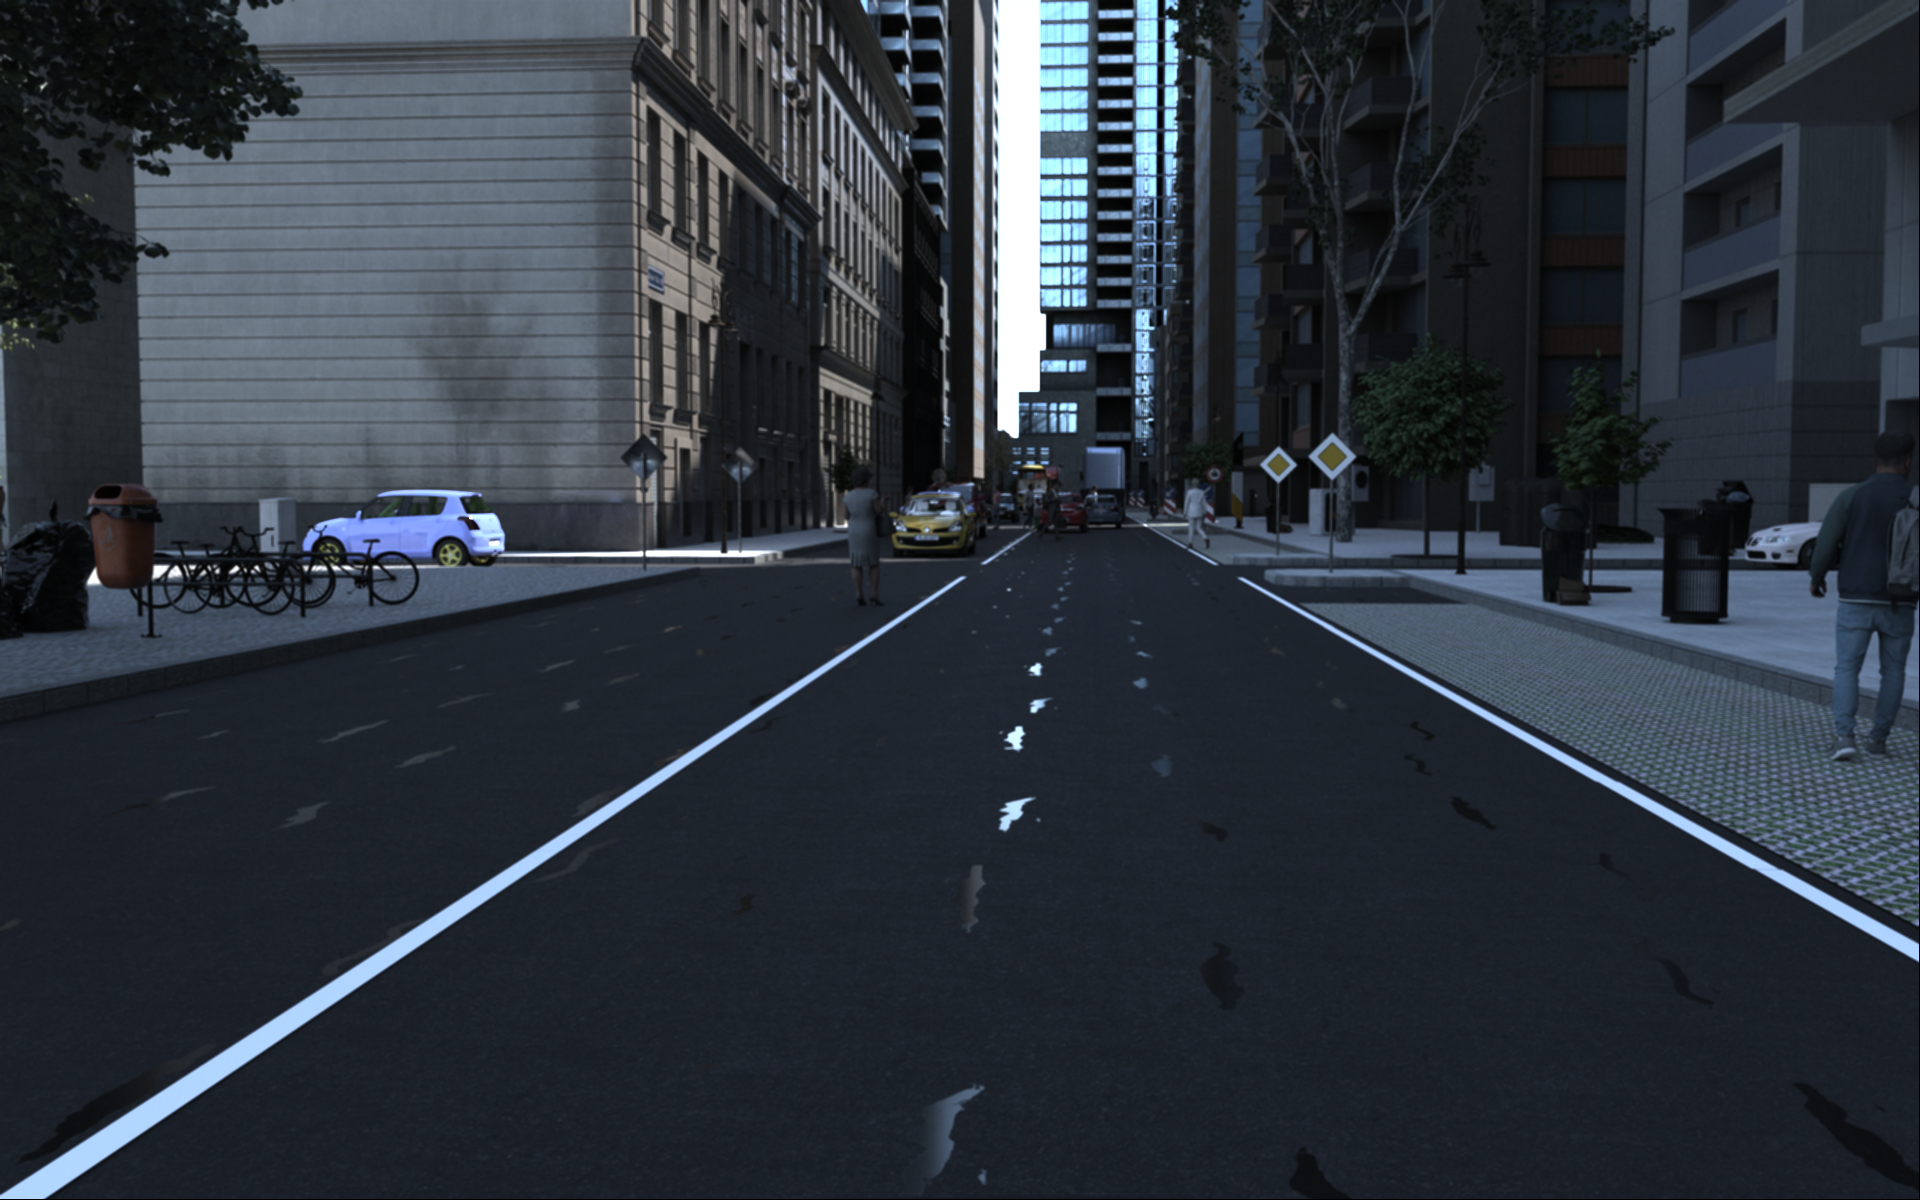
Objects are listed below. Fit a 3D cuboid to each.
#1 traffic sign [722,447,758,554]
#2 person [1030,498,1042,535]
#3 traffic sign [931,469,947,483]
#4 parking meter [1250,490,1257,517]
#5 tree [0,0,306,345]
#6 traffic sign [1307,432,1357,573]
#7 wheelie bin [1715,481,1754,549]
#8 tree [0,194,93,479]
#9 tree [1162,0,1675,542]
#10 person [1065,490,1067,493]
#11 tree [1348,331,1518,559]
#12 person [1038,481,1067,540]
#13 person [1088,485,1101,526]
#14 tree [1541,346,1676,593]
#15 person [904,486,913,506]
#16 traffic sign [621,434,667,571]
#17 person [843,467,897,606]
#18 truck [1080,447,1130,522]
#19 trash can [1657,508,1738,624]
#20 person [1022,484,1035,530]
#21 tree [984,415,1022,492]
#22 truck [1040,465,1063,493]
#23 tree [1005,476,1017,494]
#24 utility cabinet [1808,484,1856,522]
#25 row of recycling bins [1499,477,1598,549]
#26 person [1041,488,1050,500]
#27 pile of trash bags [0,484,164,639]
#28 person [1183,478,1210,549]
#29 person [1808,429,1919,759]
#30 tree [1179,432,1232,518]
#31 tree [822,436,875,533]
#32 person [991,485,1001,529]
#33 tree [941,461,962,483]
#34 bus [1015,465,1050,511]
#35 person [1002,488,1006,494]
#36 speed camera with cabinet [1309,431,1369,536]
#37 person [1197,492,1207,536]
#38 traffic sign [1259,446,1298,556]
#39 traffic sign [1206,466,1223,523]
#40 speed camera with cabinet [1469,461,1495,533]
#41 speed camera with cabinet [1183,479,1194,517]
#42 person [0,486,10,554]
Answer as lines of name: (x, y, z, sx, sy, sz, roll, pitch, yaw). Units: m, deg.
traffic sign: (-4.690, -2.036, 36.930, 0.795, 2.450, 0.064, 0, 4, 4)
person: (2.652, -2.911, 60.346, 0.590, 1.304, 0.306, -3, 4, -39)
traffic sign: (-1.062, -5.311, 86.944, 0.768, 2.556, 0.104, 1, 4, 9)
parking meter: (16.302, -5.374, 96.276, 0.372, 1.533, 0.369, 0, 3, 0)
tree: (-7.682, -6.300, 9.658, 9.857, 13.997, 8.962, 0, 3, 0)
traffic sign: (6.027, -1.496, 28.105, 0.795, 2.450, 0.064, 0, 4, 4)
wheelie bin: (18.167, -2.005, 40.695, 0.693, 1.594, 0.980, -1, 4, -18)
tree: (-16.131, -4.677, 26.825, 4.737, 8.622, 4.395, 0, 3, 0)
tree: (11.192, -11.530, 44.409, 12.611, 20.169, 13.585, 0, 3, 0)
person: (8.719, -8.160, 142.696, 1.217, 1.735, 0.721, 0, 4, 7)
tree: (9.561, -3.140, 35.054, 4.285, 4.588, 4.351, 0, 3, 0)
person: (2.896, -2.801, 54.255, 0.822, 1.834, 0.622, 2, 4, 31)
person: (5.994, -4.261, 78.268, 0.850, 1.850, 0.679, 2, 4, 27)
tree: (8.303, -1.722, 22.760, 1.663, 3.219, 1.824, 0, 3, 0)
person: (-1.704, -3.056, 59.471, 0.522, 1.701, 0.512, -3, 5, -44)
traffic sign: (-5.284, -1.549, 28.967, 0.795, 2.450, 0.064, 0, 4, 4)
person: (-1.130, -0.823, 22.314, 0.716, 1.782, 0.532, 1, 4, 20)
truck: (7.618, -6.333, 93.304, 2.967, 4.110, 18.799, 0, 4, 6)
trash can: (7.330, -0.343, 17.256, 0.748, 1.137, 0.748, 0, 3, 0)
person: (2.740, -3.744, 69.563, 0.795, 1.843, 0.661, 3, 5, 39)
tree: (3.705, -12.976, 162.523, 4.360, 8.622, 3.978, 0, 3, 0)
truck: (8.534, -10.938, 167.757, 2.839, 4.237, 11.283, 0, 4, 6)
tree: (5.922, -11.734, 186.446, 1.663, 3.219, 1.824, 0, 3, 0)
utility cabinet: (18.734, -1.724, 36.871, 1.173, 1.500, 0.318, 2, 4, 34)
row of recycling bins: (14.192, -2.129, 41.927, 1.069, 1.692, 3.534, -1, 4, -12)
person: (5.762, -6.443, 113.775, 1.348, 1.831, 0.705, -2, 4, -32)
pile of trash bags: (-8.648, -0.371, 15.822, 3.447, 1.369, 1.912, 1, 4, 22)
person: (6.105, -2.216, 44.608, 0.514, 1.842, 0.818, -2, 4, -34)
person: (4.959, -0.030, 9.341, 0.623, 1.781, 0.721, 1, 4, 12)
tree: (13.271, -6.641, 92.293, 4.285, 4.588, 4.351, 0, 3, 0)
tree: (-3.717, -3.871, 57.891, 1.663, 3.219, 1.824, 0, 3, 0)
person: (1.484, -3.849, 71.440, 0.388, 1.821, 0.555, -2, 4, -35)
tree: (-0.584, -6.547, 101.639, 1.663, 3.219, 1.824, 0, 3, 0)
bus: (6.254, -9.663, 149.540, 2.896, 3.916, 12.252, 0, 4, 3)
person: (2.842, -6.130, 109.005, 0.850, 1.792, 0.678, 0, 4, 3)
speed camera with cabinet: (11.743, -3.625, 53.612, 2.038, 3.252, 0.660, -2, 4, -34)
person: (8.155, -2.913, 58.725, 0.503, 1.515, 0.523, 2, 4, 31)
traffic sign: (6.621, -1.983, 36.068, 0.795, 2.450, 0.064, 0, 4, 4)
traffic sign: (11.459, -4.764, 77.993, 0.768, 2.556, 0.104, 0, 4, 6)
speed camera with cabinet: (17.712, -3.805, 56.546, 2.038, 3.252, 0.660, 0, 4, -1)
speed camera with cabinet: (13.042, -6.376, 98.588, 0.660, 3.252, 2.038, 0, 4, 6)
person: (-18.643, -1.527, 33.435, 0.580, 1.828, 0.573, 3, 4, 36)
